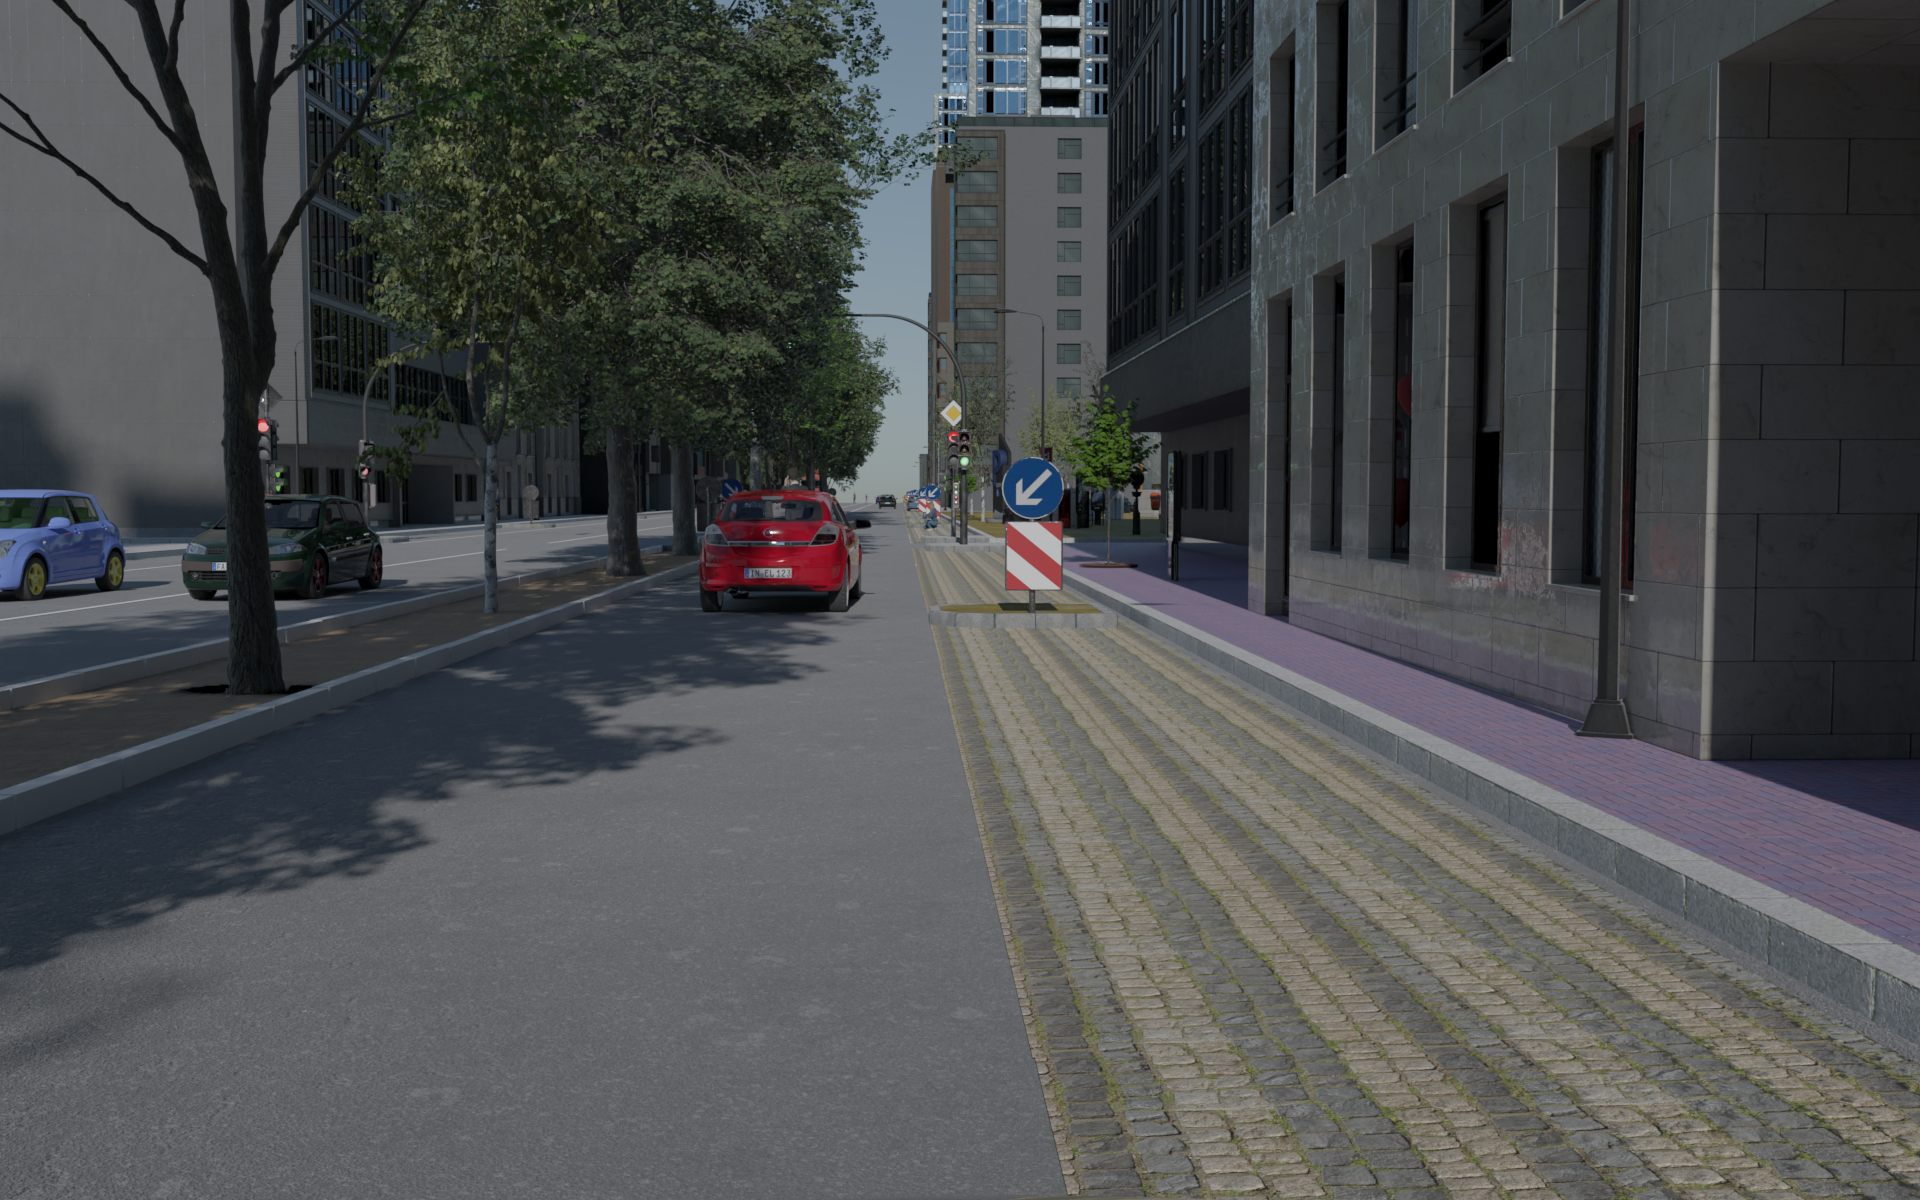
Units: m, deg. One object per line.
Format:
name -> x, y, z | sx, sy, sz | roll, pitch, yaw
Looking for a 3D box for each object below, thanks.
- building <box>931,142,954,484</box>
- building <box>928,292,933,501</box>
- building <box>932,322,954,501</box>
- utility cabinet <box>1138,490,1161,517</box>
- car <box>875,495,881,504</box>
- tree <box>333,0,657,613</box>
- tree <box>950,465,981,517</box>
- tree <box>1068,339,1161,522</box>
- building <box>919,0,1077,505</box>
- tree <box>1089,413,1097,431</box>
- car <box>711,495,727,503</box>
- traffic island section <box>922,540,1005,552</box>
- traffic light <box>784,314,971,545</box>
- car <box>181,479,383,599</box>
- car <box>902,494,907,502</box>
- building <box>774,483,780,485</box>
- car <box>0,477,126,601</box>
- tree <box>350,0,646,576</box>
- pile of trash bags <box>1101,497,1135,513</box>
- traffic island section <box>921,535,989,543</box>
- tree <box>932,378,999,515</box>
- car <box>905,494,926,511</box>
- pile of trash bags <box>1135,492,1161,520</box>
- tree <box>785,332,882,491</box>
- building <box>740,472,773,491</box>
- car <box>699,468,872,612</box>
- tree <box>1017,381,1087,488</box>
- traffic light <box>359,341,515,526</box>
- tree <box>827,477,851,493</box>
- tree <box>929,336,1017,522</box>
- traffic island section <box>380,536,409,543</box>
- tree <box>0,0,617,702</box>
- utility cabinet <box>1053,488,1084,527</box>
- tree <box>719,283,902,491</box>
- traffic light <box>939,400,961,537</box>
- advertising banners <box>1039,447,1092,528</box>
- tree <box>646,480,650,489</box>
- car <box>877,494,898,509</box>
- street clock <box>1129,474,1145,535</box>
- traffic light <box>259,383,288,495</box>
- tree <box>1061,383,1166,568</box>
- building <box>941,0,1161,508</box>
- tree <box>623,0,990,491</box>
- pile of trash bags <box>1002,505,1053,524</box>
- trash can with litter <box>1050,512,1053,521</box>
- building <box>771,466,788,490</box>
building -> 3.964, -34.794, 218.987 | 14.600, 45.320, 14.200 | 0, 4, -2
building -> 2.380, -29.121, 247.823 | 14.160, 30.474, 14.107 | 0, 4, -2
building -> 11.057, -21.062, 189.403 | 27.650, 21.520, 28.899 | 0, 4, -2
utility cabinet -> 10.242, -5.237, 94.311 | 0.318, 1.500, 1.173 | -3, 5, -41
car -> -11.325, -14.523, 250.024 | 1.945, 1.354, 3.894 | 0, 4, -3
tree -> -5.664, -4.154, 20.738 | 4.737, 8.622, 4.395 | 0, 3, 0
tree -> 0.116, -6.417, 99.525 | 1.663, 3.219, 1.824 | 0, 3, 0
tree -> 6.758, -7.833, 78.436 | 4.360, 8.622, 3.978 | 0, 3, 0
building -> 4.931, -58.521, 269.485 | 22.319, 86.520, 31.000 | 0, 4, -2
tree -> 7.670, -10.395, 120.328 | 4.737, 8.622, 4.395 | 0, 3, 0
car -> -10.365, -4.011, 77.577 | 2.014, 1.417, 4.499 | 0, 4, -1
traffic island section -> 0.111, -1.329, 44.005 | 2.009, 0.180, 2.903 | 0, 4, -2
traffic light -> -2.017, -4.221, 43.675 | 4.771, 5.953, 1.251 | 0, 4, -2
car -> -9.627, -0.919, 24.806 | 2.009, 1.686, 4.222 | 0, 4, -2
car -> -7.918, -15.704, 266.982 | 2.015, 1.641, 3.980 | 0, 4, -3
building -> -38.031, -36.611, 253.212 | 22.147, 44.769, 28.867 | 0, 4, -2
car -> -13.263, -0.899, 24.289 | 1.945, 1.707, 3.694 | 0, 4, -2
tree -> -5.847, -7.382, 29.808 | 9.857, 13.997, 8.962 | 0, 3, 0
pile of trash bags -> 9.638, -6.513, 116.236 | 3.447, 1.369, 1.912 | -1, 4, -10
traffic island section -> -0.171, -1.817, 51.985 | 2.009, 0.180, 2.903 | 0, 4, -2
tree -> 0.496, -9.620, 107.651 | 4.737, 8.622, 4.395 | 0, 3, 0
car -> -3.530, -8.040, 143.451 | 2.014, 1.417, 4.499 | 0, 4, -3
pile of trash bags -> 10.934, -4.810, 88.389 | 3.447, 1.369, 1.912 | -3, 5, -42
tree -> -8.294, -10.863, 98.188 | 7.486, 12.596, 7.792 | 0, 3, 0
building -> -36.874, -34.827, 224.045 | 22.147, 44.769, 28.867 | 0, 4, -2
car -> -2.247, -0.820, 22.448 | 2.155, 1.783, 4.494 | 0, 3, 0
tree -> 5.484, -10.012, 114.052 | 4.737, 8.622, 4.395 | 0, 3, 0
traffic light -> -15.474, -4.690, 51.351 | 4.771, 5.953, 1.251 | 0, 4, -2
tree -> -9.507, -10.539, 125.128 | 4.360, 8.622, 3.978 | 0, 3, 0
tree -> 0.859, -7.915, 79.773 | 4.360, 8.622, 3.978 | 0, 3, 0
traffic island section -> -17.602, -1.780, 51.376 | 2.009, 0.180, 2.903 | 0, 4, -2
tree -> -5.177, -5.138, 12.226 | 9.928, 11.665, 9.643 | 0, 3, 0
utility cabinet -> 4.113, -3.494, 65.799 | 1.173, 1.500, 0.318 | 0, 4, 2
tree -> -7.803, -10.404, 89.563 | 9.611, 12.733, 9.660 | 0, 3, 0
traffic light -> -0.212, -3.850, 51.870 | 0.839, 4.253, 0.868 | 0, 4, -2
advertising banners -> 3.941, -4.198, 64.829 | 2.074, 3.025, 0.090 | -1, 4, -14
tree -> -23.298, -7.947, 124.537 | 1.663, 3.219, 1.824 | 0, 3, 0
car -> -7.095, -9.768, 169.500 | 2.009, 1.686, 4.222 | 0, 4, -2
street clock -> 5.550, -3.049, 54.428 | 0.358, 2.002, 0.471 | -3, 5, -39
traffic light -> -17.279, -3.324, 43.262 | 0.839, 4.253, 0.868 | 0, 4, -2
tree -> 2.565, -2.194, 30.476 | 1.663, 3.219, 1.824 | 0, 3, 0
building -> 9.476, -51.636, 156.921 | 22.319, 86.520, 31.000 | 0, 4, -2
tree -> -5.721, -12.197, 57.767 | 12.611, 20.169, 13.585 | 0, 3, 0
pile of trash bags -> 3.536, -3.901, 73.539 | 3.447, 1.369, 1.912 | 0, 4, -6
trash can with litter -> 3.587, -3.409, 67.120 | 1.055, 1.170, 0.624 | 0, 4, -3
building -> -34.881, -30.806, 275.379 | 14.160, 30.474, 14.107 | 0, 4, -2
